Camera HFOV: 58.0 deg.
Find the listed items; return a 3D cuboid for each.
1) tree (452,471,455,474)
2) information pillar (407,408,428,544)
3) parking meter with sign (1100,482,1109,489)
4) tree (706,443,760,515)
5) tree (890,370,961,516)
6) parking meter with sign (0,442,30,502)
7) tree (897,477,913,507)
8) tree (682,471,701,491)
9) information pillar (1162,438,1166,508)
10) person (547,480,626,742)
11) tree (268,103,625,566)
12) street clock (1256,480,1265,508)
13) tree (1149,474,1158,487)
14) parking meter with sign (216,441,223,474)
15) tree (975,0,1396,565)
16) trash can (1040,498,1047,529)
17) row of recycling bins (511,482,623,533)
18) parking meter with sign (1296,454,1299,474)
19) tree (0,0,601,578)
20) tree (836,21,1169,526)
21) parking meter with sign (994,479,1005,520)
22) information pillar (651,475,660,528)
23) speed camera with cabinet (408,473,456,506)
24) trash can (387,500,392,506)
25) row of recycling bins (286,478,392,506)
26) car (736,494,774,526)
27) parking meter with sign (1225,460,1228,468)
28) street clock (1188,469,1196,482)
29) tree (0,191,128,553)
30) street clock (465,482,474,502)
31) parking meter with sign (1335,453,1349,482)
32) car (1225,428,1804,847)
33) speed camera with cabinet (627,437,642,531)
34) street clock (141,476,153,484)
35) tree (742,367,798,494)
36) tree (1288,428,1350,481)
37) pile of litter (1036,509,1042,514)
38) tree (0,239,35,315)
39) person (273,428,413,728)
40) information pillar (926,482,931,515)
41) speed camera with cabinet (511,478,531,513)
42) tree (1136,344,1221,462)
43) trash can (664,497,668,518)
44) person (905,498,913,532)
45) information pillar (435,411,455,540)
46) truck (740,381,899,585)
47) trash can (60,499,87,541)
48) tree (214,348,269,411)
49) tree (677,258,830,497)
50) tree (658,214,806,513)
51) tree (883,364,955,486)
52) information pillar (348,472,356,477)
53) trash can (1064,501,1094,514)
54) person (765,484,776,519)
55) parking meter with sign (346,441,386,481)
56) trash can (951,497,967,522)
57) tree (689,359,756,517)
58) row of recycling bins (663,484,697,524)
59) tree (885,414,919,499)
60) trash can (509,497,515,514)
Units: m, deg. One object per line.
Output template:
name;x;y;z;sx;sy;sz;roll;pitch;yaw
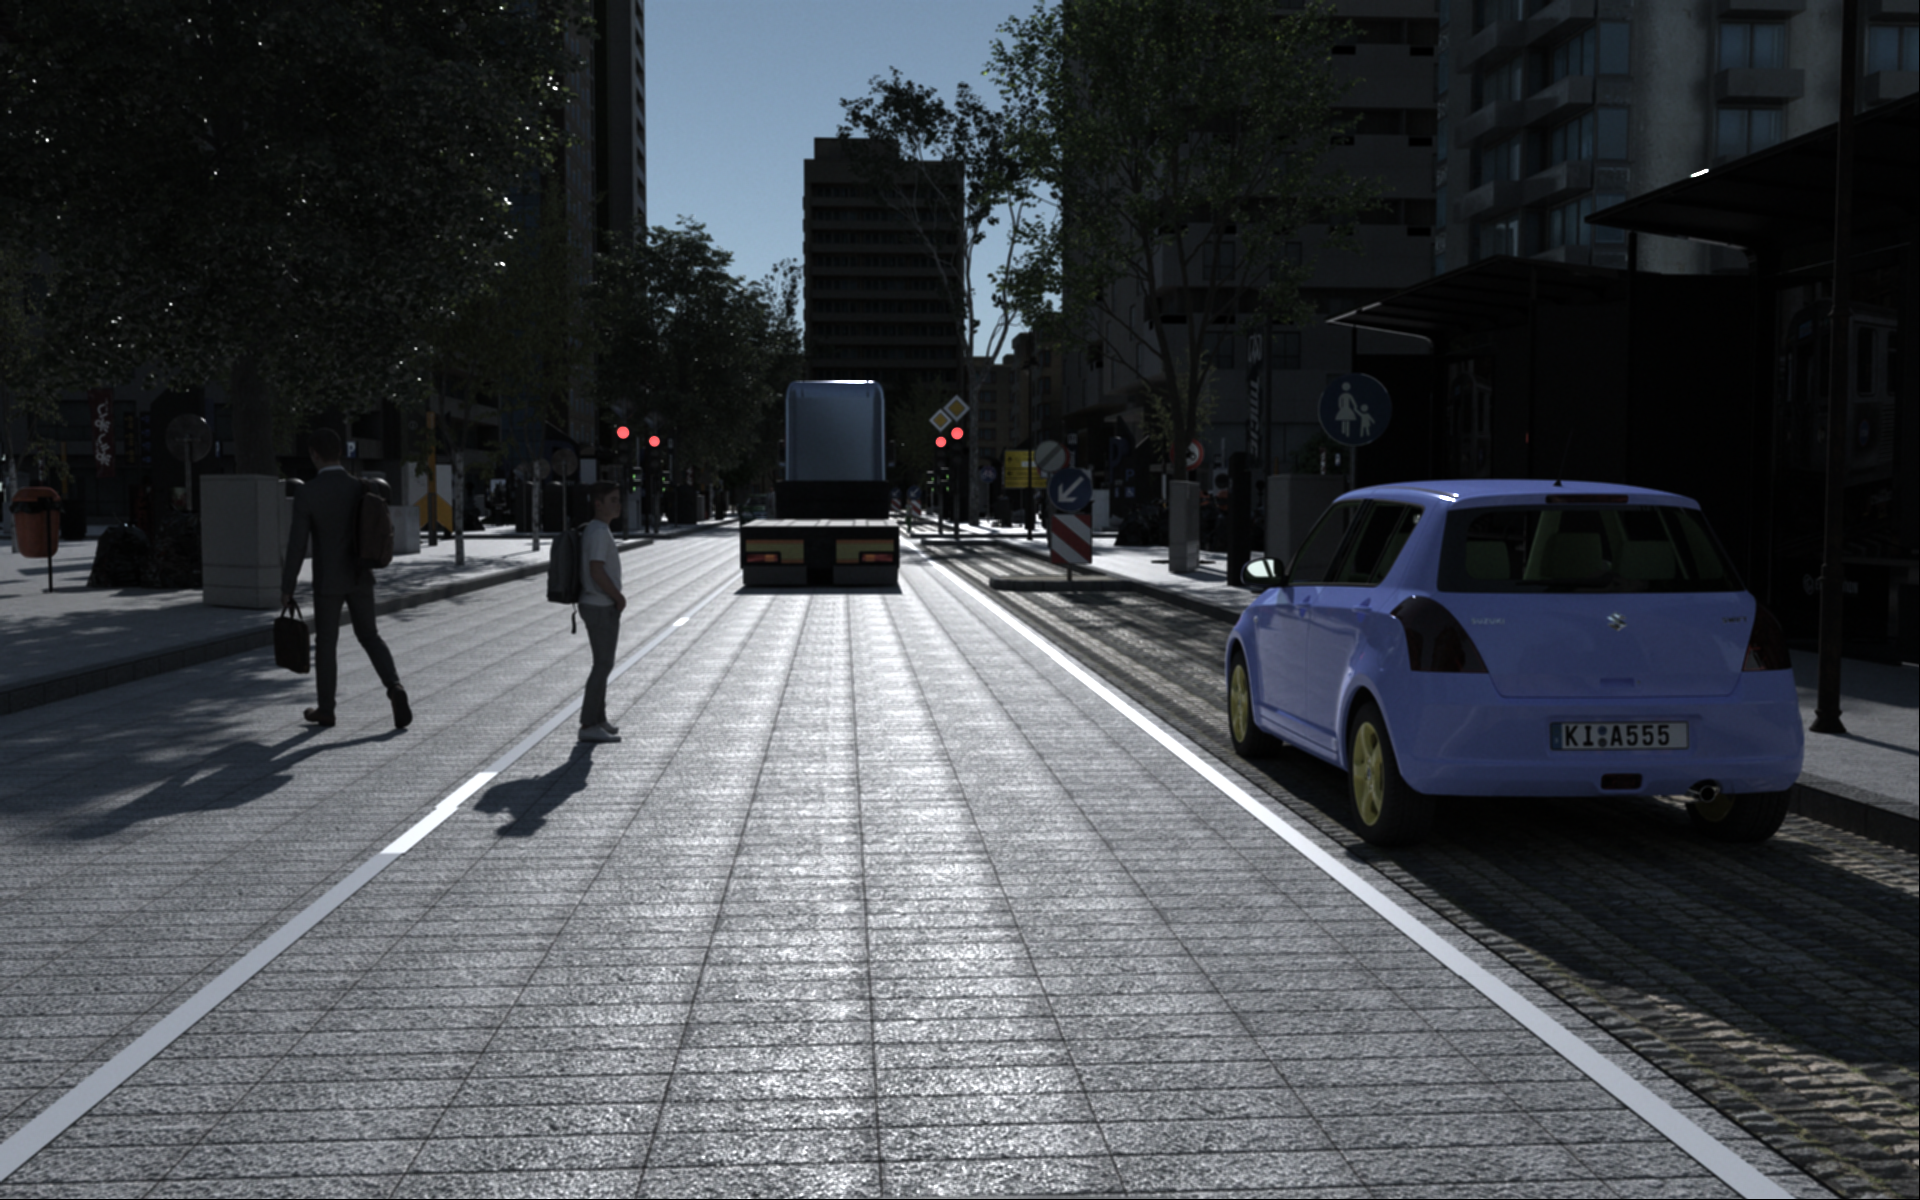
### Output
tree;-24.038;-5.213;79.837;1.663;3.219;1.824;0;3;0
information pillar;-14.030;-3.269;44.797;0.504;3.616;0.183;-1;4;-11
parking meter with sign;9.642;-7.243;114.679;1.738;3.016;0.543;1;4;10
tree;-14.261;-7.603;108.021;4.285;4.588;4.351;0;3;0
tree;-1.897;-9.290;102.254;4.737;8.622;4.395;0;3;0
parking meter with sign;-31.901;-3.817;58.662;0.543;3.016;1.738;1;4;19
tree;-5.519;-10.962;173.824;1.663;3.219;1.824;0;3;0
tree;-19.889;-8.152;127.881;1.663;3.219;1.824;0;3;0
information pillar;8.611;-5.001;73.123;0.183;3.616;0.504;0;4;-5
person;-2.104;0.062;10.081;0.503;1.515;0.523;3;4;38
tree;-8.916;-4.938;31.104;4.737;8.622;4.395;0;3;0
street clock;15.753;-5.275;90.813;0.471;2.002;0.358;3;5;45
tree;9.134;-5.769;88.918;1.663;3.219;1.824;0;3;0
parking meter with sign;-24.892;-3.667;56.219;1.738;3.016;0.543;-3;4;-39
tree;4.138;-6.493;31.910;9.928;11.665;9.643;0;3;0
trash can;3.314;-3.201;63.988;0.748;1.137;0.748;0;3;0
row of recycling bins;-13.169;-3.133;58.335;3.534;1.692;1.069;-1;4;-12
parking meter with sign;15.657;-4.885;76.133;1.738;3.016;0.543;1;4;15
tree;-8.762;-7.010;21.265;9.857;13.997;8.962;0;3;0
tree;1.830;-13.039;69.078;12.611;20.169;13.585;0;3;0
parking meter with sign;2.551;-5.514;86.417;1.738;3.016;0.543;1;4;19
information pillar;-11.656;-3.784;66.354;0.304;2.012;0.304;0;4;-5
speed camera with cabinet;-23.337;-5.029;76.559;2.038;3.252;0.660;-1;4;-13
trash can;-13.383;-1.711;39.633;0.748;1.137;0.748;0;3;0
row of recycling bins;-16.621;-2.377;45.975;3.534;1.692;1.069;1;4;20
car;-7.785;-3.476;68.631;2.131;1.459;4.920;0;4;-5
parking meter with sign;13.597;-5.670;88.963;0.543;3.016;1.738;-1;4;-12
street clock;5.140;-2.089;38.732;0.358;2.002;0.471;0;4;1
tree;-20.304;-5.326;37.443;4.360;8.622;3.978;0;3;0
street clock;-29.485;-6.095;104.219;0.471;2.002;0.358;-3;4;-37
parking meter with sign;16.894;-4.742;73.798;1.738;3.016;0.543;-1;4;-11
car;2.402;0.075;8.357;1.945;1.707;3.694;0;4;-4
speed camera with cabinet;-11.524;-4.072;60.914;0.660;3.252;2.038;-1;4;-12
street clock;-31.981;-3.894;68.239;0.471;2.002;0.358;1;4;9
tree;-17.264;-14.776;151.965;12.009;13.543;11.850;0;3;0
tree;17.215;-5.972;81.348;4.285;4.588;4.351;0;3;0
pile of litter;5.745;-6.077;113.321;1.719;0.858;1.176;0;4;2
tree;-17.808;-4.775;28.433;4.737;8.622;4.395;0;3;0
person;-3.776;-0.129;10.571;0.822;1.834;0.622;3;4;38
information pillar;-1.941;-6.301;107.517;0.304;2.012;0.304;-1;4;-11
speed camera with cabinet;-30.448;-7.753;121.090;0.660;3.252;2.038;2;4;31
tree;10.807;-8.178;84.081;4.360;8.622;3.978;0;3;0
trash can;-15.548;-4.979;93.065;0.748;1.137;0.748;0;3;0
person;-1.898;-3.177;64.699;0.306;1.304;0.590;1;4;17
information pillar;-14.513;-3.506;48.680;0.504;3.616;0.183;-3;5;-40
truck;-2.658;-2.806;35.632;2.967;4.110;18.799;0;4;-3
trash can;-24.532;-2.215;47.875;0.748;1.137;0.748;0;3;0
tree;-26.305;-7.057;65.739;4.737;8.622;4.395;0;3;0
tree;-15.372;-17.240;137.761;12.611;20.169;13.585;0;3;0
tree;-12.845;-10.544;79.047;9.857;13.997;8.962;0;3;0
tree;-3.358;-11.567;123.540;8.767;10.594;7.601;-3;5;-44
information pillar;-20.675;-3.318;58.749;0.304;2.012;0.304;-3;4;-38
trash can;2.628;-1.642;38.498;0.748;1.137;0.748;0;3;0
person;-7.066;-3.455;65.267;0.678;1.792;0.850;1;4;12
parking meter with sign;-19.608;-3.778;58.036;0.543;3.016;1.738;3;4;37
trash can;-0.066;-4.678;88.146;0.748;1.137;0.748;0;3;0
tree;-12.955;-8.641;91.649;4.360;8.622;3.978;0;3;0
row of recycling bins;-11.991;-4.148;74.937;1.069;1.692;3.534;-1;4;-17
tree;-7.691;-17.792;209.021;7.486;12.596;7.792;0;3;0
trash can;-20.503;-4.187;80.106;0.748;1.137;0.748;0;3;0
